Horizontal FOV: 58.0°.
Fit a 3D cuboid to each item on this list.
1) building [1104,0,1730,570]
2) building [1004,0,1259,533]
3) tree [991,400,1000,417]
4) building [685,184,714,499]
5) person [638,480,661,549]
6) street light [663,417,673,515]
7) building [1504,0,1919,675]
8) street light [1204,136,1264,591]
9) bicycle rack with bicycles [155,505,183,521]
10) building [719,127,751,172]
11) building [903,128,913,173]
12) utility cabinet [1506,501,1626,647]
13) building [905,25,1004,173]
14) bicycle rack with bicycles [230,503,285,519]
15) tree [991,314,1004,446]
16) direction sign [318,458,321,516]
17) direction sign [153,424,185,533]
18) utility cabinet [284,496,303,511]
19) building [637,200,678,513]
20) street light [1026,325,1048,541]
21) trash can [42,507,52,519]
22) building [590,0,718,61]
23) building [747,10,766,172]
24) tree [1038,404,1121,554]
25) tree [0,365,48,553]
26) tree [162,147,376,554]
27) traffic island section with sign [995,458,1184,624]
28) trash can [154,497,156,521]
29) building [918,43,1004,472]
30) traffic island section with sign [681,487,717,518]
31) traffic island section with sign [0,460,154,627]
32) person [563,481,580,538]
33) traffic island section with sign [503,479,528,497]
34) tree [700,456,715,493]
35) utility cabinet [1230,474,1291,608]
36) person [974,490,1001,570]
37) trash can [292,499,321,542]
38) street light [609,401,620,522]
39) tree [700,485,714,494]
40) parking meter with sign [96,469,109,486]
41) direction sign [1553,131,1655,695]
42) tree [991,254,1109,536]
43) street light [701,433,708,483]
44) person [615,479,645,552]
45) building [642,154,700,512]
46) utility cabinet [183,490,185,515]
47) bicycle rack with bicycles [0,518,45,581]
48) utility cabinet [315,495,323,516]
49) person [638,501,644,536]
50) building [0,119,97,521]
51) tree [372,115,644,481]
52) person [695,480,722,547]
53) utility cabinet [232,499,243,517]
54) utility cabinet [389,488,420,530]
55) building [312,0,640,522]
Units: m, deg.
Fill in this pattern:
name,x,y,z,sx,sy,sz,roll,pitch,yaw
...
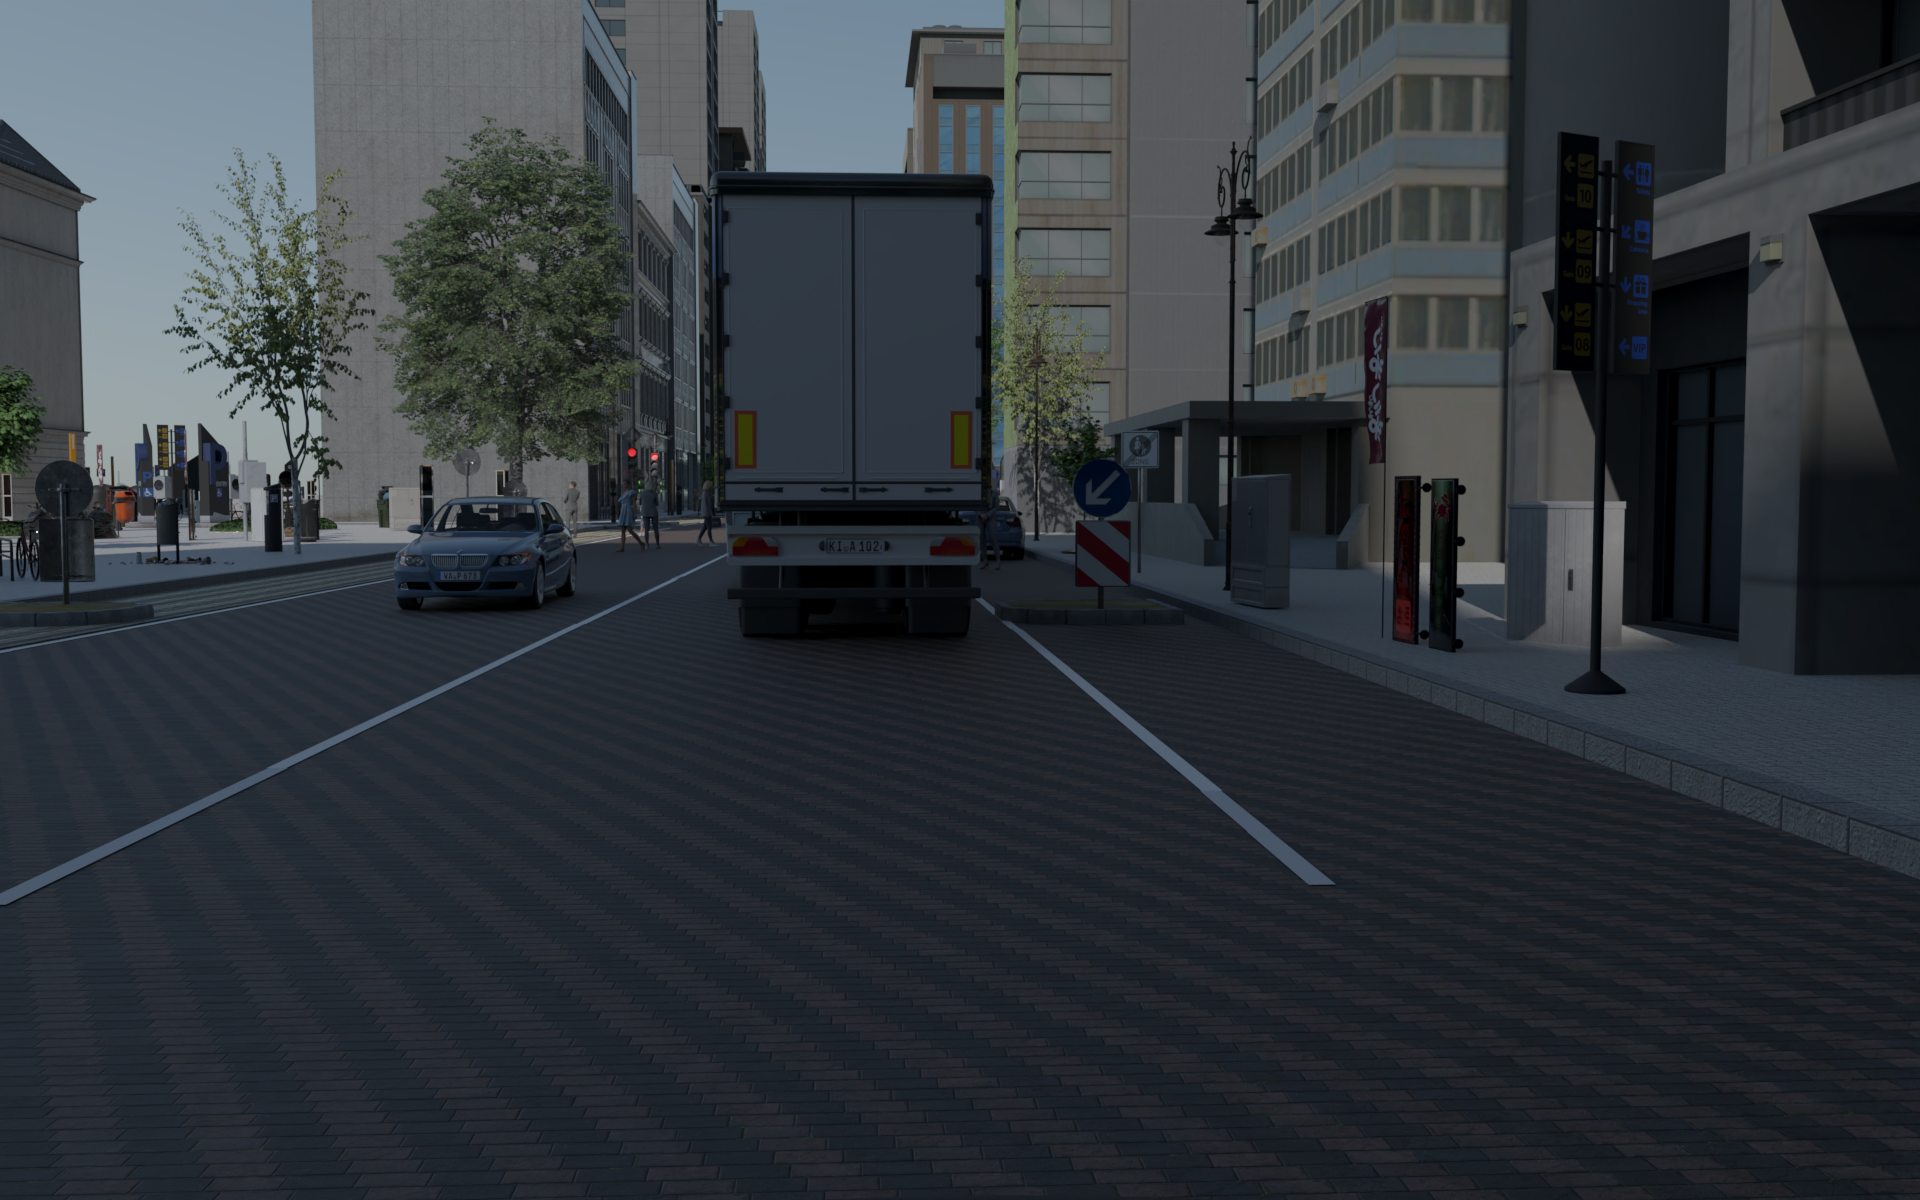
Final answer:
name,x,y,z,sx,sy,sz,roll,pitch,yaw
building,19.977,-21.131,37.380,32.217,40.220,23.993,0,4,-3
building,8.487,-23.247,63.686,14.154,41.232,14.086,0,4,-3
tree,-1.971,-12.241,117.148,9.611,12.733,9.660,0,3,0
building,-29.655,-23.780,160.507,14.160,30.474,14.107,0,4,-3
person,-8.145,-2.246,45.408,0.537,1.800,0.526,0,4,7
street light,-17.563,-8.039,104.223,0.468,5.910,1.993,0,4,-3
building,16.377,-34.719,5.913,20.563,71.187,20.611,0,4,-3
street light,3.586,-3.063,22.869,0.468,5.910,1.993,0,4,-3
bicycle rack with bicycles,-39.181,-4.269,83.184,2.925,0.926,2.852,3,4,36
building,-35.659,-33.481,202.034,22.147,44.769,28.867,0,4,-3
building,3.705,-36.435,219.414,21.300,48.544,21.600,0,4,-3
utility cabinet,5.205,-0.231,14.941,0.306,1.237,1.020,-2,4,-31
building,8.591,-37.052,195.037,28.713,52.752,27.495,0,4,-3
bicycle rack with bicycles,-28.238,-3.428,69.425,2.925,0.926,2.852,0,4,8
tree,-0.135,-10.182,92.236,9.928,11.665,9.643,0,3,0
direction sign,-30.958,-5.606,83.657,0.379,3.537,0.876,-1,4,-20
direction sign,-25.761,-3.955,56.658,0.876,3.537,0.379,-3,5,-39
utility cabinet,-34.917,-4.870,90.784,1.020,1.237,0.306,1,4,21
building,-24.677,-16.734,109.757,11.583,22.565,21.152,0,4,-3
street light,2.098,-4.565,47.420,0.468,5.910,1.993,0,4,-3
trash can,-40.998,-4.060,78.033,0.748,1.137,0.748,0,3,0
building,-32.961,-45.148,176.421,20.563,71.187,20.611,0,4,-3
building,-38.445,-50.361,261.648,20.563,71.187,20.611,0,4,-3
tree,2.766,-2.609,37.261,1.663,3.219,1.824,0,3,0
tree,-21.588,-3.303,37.712,4.285,4.588,4.351,0,3,0
tree,-14.313,-5.282,36.730,4.737,8.622,4.395,0,3,0
traffic island section with sign,1.428,-0.697,20.020,1.989,1.847,2.006,0,4,-3
trash can,-36.772,-4.080,78.368,0.748,1.137,0.748,0,3,0
building,2.956,-32.047,174.072,14.600,45.320,14.200,0,4,-3
traffic island section with sign,-15.353,-5.707,101.938,1.989,1.847,2.006,0,4,-3
traffic island section with sign,-10.287,-0.663,19.472,1.989,1.847,2.006,0,4,-3
person,-12.630,-2.920,56.044,0.447,1.846,0.655,3,5,43
traffic island section with sign,-11.943,-2.309,46.378,1.989,1.847,2.006,0,4,-3
tree,-20.502,-9.824,144.330,4.285,4.588,4.351,0,3,0
utility cabinet,3.412,-0.678,19.767,0.318,1.500,1.173,-1,4,-10
person,0.511,-1.479,32.963,0.520,1.790,0.573,0,4,-1
trash can,-17.378,-2.107,46.095,0.748,1.137,0.748,0,3,0
street light,-15.927,-6.538,79.686,0.468,5.910,1.993,0,4,-3
tree,-21.281,-9.424,148.688,1.663,3.219,1.824,0,3,0
parking meter with sign,-59.493,-7.597,120.469,0.543,3.016,1.738,-1,4,-12
direction sign,4.122,-1.171,11.137,0.876,3.537,0.379,-2,4,-30
tree,2.406,-6.276,52.972,4.737,8.622,4.395,0,3,0
street light,-18.988,-9.526,128.535,0.468,5.910,1.993,0,4,-3
person,-8.198,-2.092,42.797,0.778,1.811,0.616,-3,4,-38
building,-26.581,-19.109,130.456,12.078,24.808,19.932,0,4,-3
utility cabinet,-46.983,-5.937,105.748,0.318,1.500,1.173,0,4,5
bicycle rack with bicycles,-15.165,-0.769,25.949,2.852,0.926,2.925,-2,4,-32
utility cabinet,-38.220,-5.624,103.106,1.020,1.237,0.306,-2,4,-24
person,-10.849,-2.813,59.175,0.352,1.250,0.332,1,4,22
building,-53.142,-13.330,82.577,19.286,19.102,10.561,0,4,-3
tree,-15.471,-9.397,60.295,9.857,13.997,8.962,0,3,0
person,-6.887,-2.365,47.350,0.728,1.800,0.709,1,4,14
utility cabinet,-40.638,-5.279,97.467,1.020,1.237,0.306,-1,4,-13
utility cabinet,-19.336,-3.177,60.621,1.173,1.500,0.318,-2,4,-35
building,-23.776,-16.563,88.830,12.078,24.808,19.932,0,4,-3
